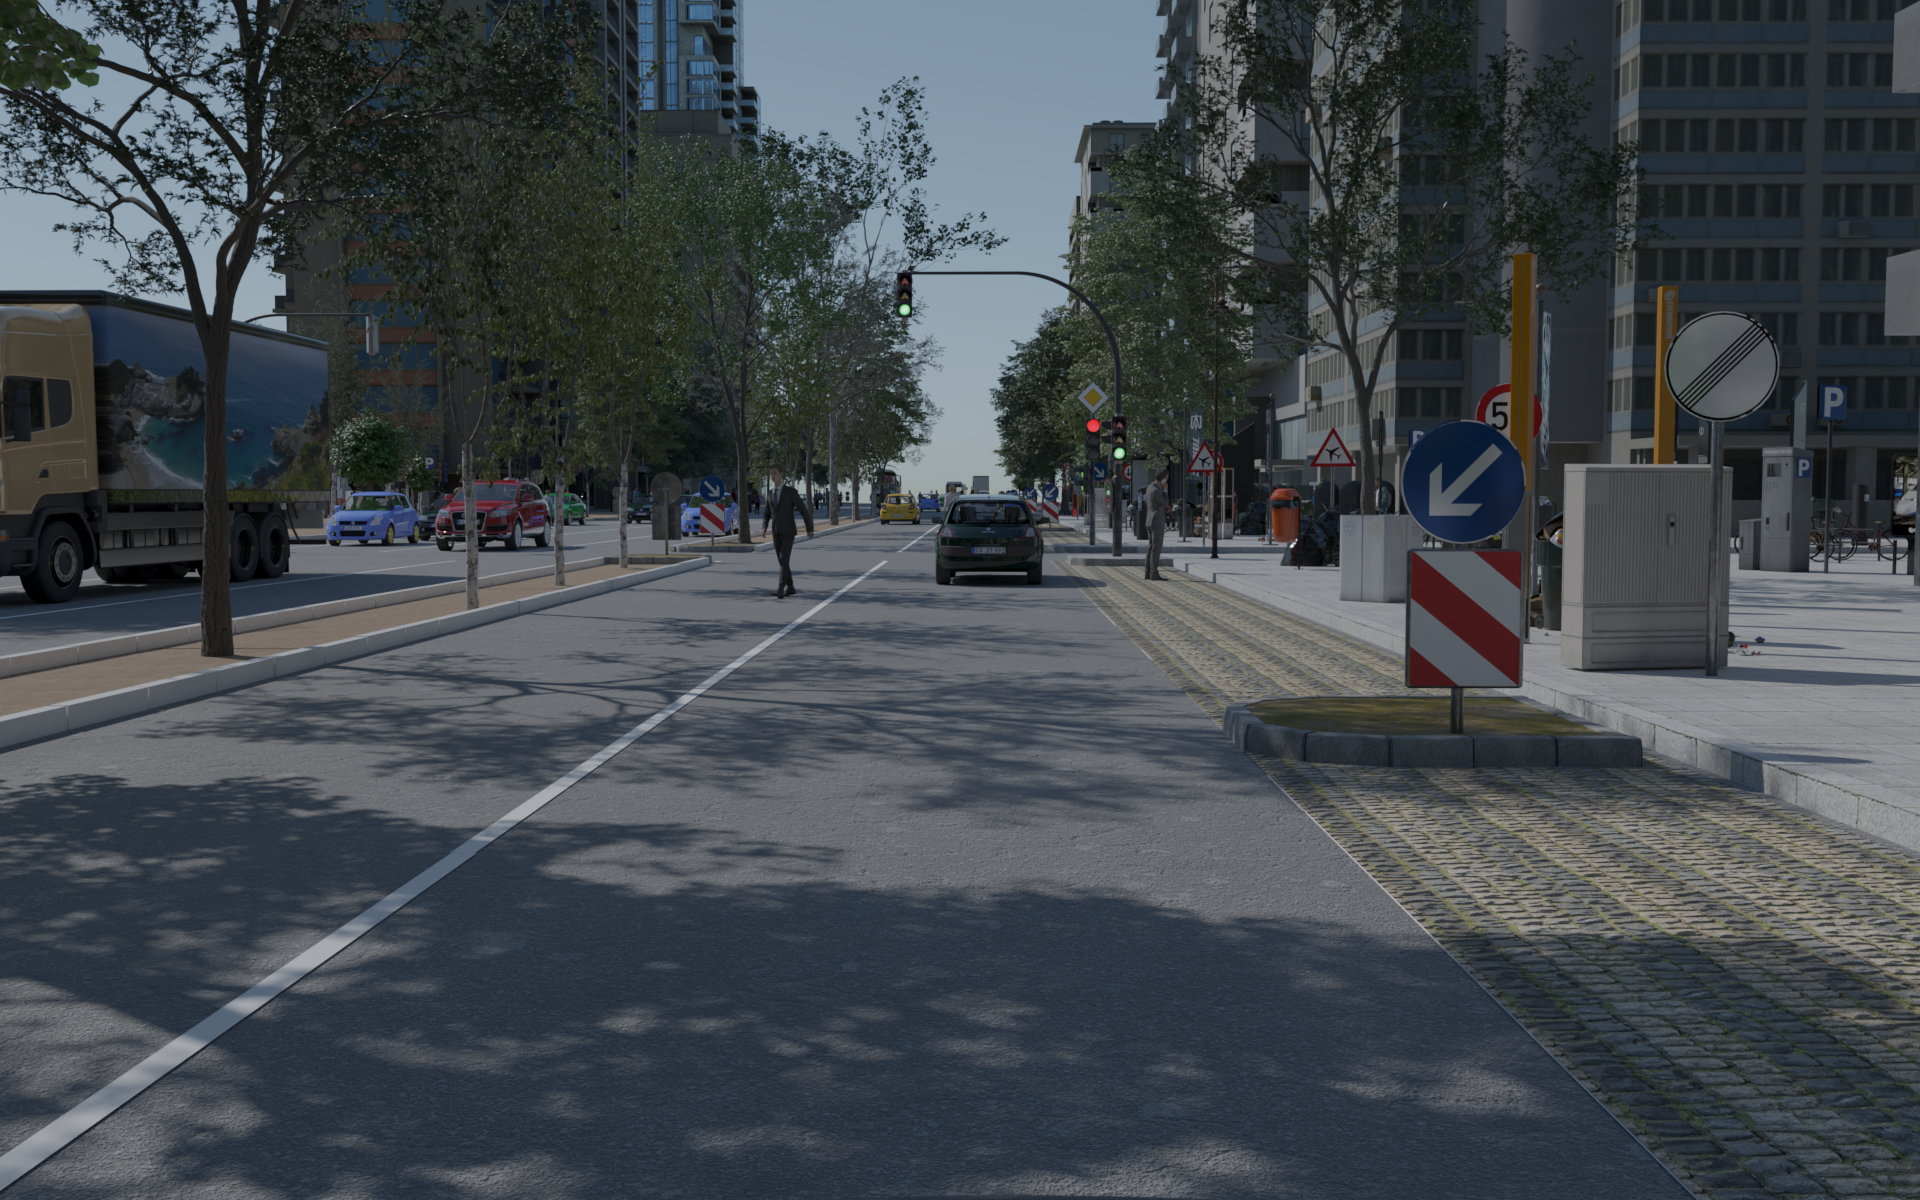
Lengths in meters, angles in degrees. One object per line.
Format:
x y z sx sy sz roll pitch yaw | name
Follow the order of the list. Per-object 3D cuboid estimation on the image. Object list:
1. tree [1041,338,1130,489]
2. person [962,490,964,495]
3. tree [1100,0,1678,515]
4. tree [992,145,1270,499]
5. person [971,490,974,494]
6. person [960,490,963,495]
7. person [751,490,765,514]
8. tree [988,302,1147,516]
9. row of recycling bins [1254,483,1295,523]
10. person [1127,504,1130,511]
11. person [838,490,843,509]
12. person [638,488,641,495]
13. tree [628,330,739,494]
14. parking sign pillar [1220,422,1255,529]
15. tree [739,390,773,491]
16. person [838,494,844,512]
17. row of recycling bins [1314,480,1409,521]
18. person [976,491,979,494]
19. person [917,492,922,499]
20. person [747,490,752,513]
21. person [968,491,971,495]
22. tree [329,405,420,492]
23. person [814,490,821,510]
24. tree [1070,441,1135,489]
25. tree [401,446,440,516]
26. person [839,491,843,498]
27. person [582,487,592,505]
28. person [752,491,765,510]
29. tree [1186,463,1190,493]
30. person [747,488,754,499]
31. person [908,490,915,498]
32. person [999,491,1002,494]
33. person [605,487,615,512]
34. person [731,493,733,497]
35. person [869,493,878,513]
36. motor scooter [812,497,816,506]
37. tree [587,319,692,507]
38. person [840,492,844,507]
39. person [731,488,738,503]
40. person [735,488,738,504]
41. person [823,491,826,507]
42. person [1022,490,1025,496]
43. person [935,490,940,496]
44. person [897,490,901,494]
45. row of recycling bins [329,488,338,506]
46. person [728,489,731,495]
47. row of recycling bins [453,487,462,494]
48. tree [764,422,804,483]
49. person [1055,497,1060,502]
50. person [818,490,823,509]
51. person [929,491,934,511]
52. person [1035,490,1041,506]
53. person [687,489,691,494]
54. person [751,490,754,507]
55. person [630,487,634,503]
5.908 -7.814 78.115 4.737 8.622 4.395 0 3 0 | tree
0.209 -10.309 177.144 0.705 1.812 1.348 1 4 19 | person
6.249 -5.604 26.037 8.767 10.594 7.601 1 4 8 | tree
6.531 -8.494 57.007 7.486 12.596 7.792 0 3 0 | tree
0.796 -6.818 120.685 0.721 1.736 1.217 -3 5 -43 | person
0.042 -8.241 143.926 0.721 1.739 1.217 -2 4 -26 | person
-14.370 -6.962 123.015 1.217 1.739 0.721 2 4 30 | person
6.342 -11.401 103.418 9.611 12.733 9.660 0 3 0 | tree
12.828 -4.031 73.027 1.069 1.692 3.534 -2 4 -35 | row of recycling bins
12.419 -7.253 127.816 0.628 1.438 0.799 -2 4 -35 | person
-11.321 -9.331 161.018 0.705 1.831 1.348 -3 4 -37 | person
-26.947 -8.546 145.759 0.705 1.826 1.348 0 4 5 | person
-21.099 -13.653 129.880 9.857 13.997 8.962 0 3 0 | tree
10.348 -4.672 64.858 1.447 3.967 1.447 0 4 -1 | parking sign pillar
-20.235 -16.274 184.202 7.486 12.596 7.792 0 3 0 | tree
-9.902 -7.882 140.592 0.991 1.433 0.599 0 4 -7 | person
12.426 -2.779 52.557 3.534 1.692 1.069 2 4 32 | row of recycling bins
1.716 -9.419 162.946 0.568 1.767 0.683 0 4 -1 | person
-5.186 -13.290 226.341 0.990 1.755 0.434 2 4 30 | person
-16.175 -7.552 132.785 0.445 1.727 0.742 0 4 -3 | person
1.255 -11.207 191.699 1.348 1.831 0.705 1 4 16 | person
-21.717 -4.904 63.901 4.285 4.588 4.351 0 3 0 | tree
-13.056 -9.164 158.311 0.705 1.826 1.348 -2 4 -29 | person
6.981 -6.184 84.824 4.285 4.588 4.351 0 3 0 | tree
-21.883 -4.636 70.398 1.663 3.219 1.824 0 3 0 | tree
-15.306 -13.112 222.889 0.705 1.822 1.348 0 4 7 | person
-26.805 -7.218 124.067 0.705 1.822 1.348 1 4 17 | person
-17.858 -8.804 153.176 1.217 1.736 0.721 1 4 13 | person
11.532 -5.864 90.478 1.663 3.219 1.824 0 3 0 | tree
-20.198 -9.776 165.811 1.348 1.831 0.705 1 4 19 | person
-4.859 -9.688 166.908 1.348 1.823 0.705 -2 4 -31 | person
3.701 -8.827 153.620 0.742 1.727 0.445 -3 5 -41 | person
-24.685 -7.144 122.976 0.705 1.807 1.348 2 4 30 | person
-23.862 -10.718 182.206 0.541 1.710 0.530 -2 4 -28 | person
-6.514 -7.442 130.183 0.705 1.823 1.348 -2 4 -29 | person
-17.367 -11.869 206.839 0.815 1.314 1.986 0 4 1 | motor scooter
-20.603 -11.590 107.628 7.486 12.596 7.792 0 3 0 | tree
-13.457 -11.346 194.823 0.721 1.723 1.217 3 4 38 | person
-20.360 -9.195 156.311 0.705 1.831 1.348 -2 4 -32 | person
-21.984 -9.962 168.792 0.709 1.838 0.599 2 4 34 | person
-14.550 -10.772 185.335 1.217 1.735 0.721 0 4 2 | person
8.020 -12.931 217.909 0.683 1.767 0.568 3 4 36 | person
-2.593 -11.305 192.970 1.348 1.869 0.705 -2 4 -24 | person
-4.459 -7.036 124.276 1.217 1.736 0.721 -2 4 -33 | person
-40.214 -6.447 112.528 1.069 1.692 3.534 0 4 0 | row of recycling bins
-22.869 -10.055 170.992 0.434 1.755 0.990 1 4 19 | person
-29.618 -5.993 105.098 1.069 1.692 3.534 -3 5 -44 | row of recycling bins
-19.901 -15.990 195.841 7.601 10.594 8.767 1 4 20 | tree
7.243 -7.675 131.534 0.705 1.823 1.348 1 4 23 | person
-13.702 -9.829 169.072 0.709 1.838 0.599 0 4 -2 | person
-2.480 -8.633 150.365 1.217 1.736 0.721 0 4 4 | person
8.169 -10.976 185.517 0.705 1.821 1.348 3 4 38 | person
-25.825 -9.630 164.210 1.217 1.735 0.721 2 4 33 | person
-21.403 -10.434 177.347 1.217 1.735 0.721 -1 4 -13 | person
-24.256 -7.410 127.179 1.348 1.826 0.705 -1 4 -23 | person
